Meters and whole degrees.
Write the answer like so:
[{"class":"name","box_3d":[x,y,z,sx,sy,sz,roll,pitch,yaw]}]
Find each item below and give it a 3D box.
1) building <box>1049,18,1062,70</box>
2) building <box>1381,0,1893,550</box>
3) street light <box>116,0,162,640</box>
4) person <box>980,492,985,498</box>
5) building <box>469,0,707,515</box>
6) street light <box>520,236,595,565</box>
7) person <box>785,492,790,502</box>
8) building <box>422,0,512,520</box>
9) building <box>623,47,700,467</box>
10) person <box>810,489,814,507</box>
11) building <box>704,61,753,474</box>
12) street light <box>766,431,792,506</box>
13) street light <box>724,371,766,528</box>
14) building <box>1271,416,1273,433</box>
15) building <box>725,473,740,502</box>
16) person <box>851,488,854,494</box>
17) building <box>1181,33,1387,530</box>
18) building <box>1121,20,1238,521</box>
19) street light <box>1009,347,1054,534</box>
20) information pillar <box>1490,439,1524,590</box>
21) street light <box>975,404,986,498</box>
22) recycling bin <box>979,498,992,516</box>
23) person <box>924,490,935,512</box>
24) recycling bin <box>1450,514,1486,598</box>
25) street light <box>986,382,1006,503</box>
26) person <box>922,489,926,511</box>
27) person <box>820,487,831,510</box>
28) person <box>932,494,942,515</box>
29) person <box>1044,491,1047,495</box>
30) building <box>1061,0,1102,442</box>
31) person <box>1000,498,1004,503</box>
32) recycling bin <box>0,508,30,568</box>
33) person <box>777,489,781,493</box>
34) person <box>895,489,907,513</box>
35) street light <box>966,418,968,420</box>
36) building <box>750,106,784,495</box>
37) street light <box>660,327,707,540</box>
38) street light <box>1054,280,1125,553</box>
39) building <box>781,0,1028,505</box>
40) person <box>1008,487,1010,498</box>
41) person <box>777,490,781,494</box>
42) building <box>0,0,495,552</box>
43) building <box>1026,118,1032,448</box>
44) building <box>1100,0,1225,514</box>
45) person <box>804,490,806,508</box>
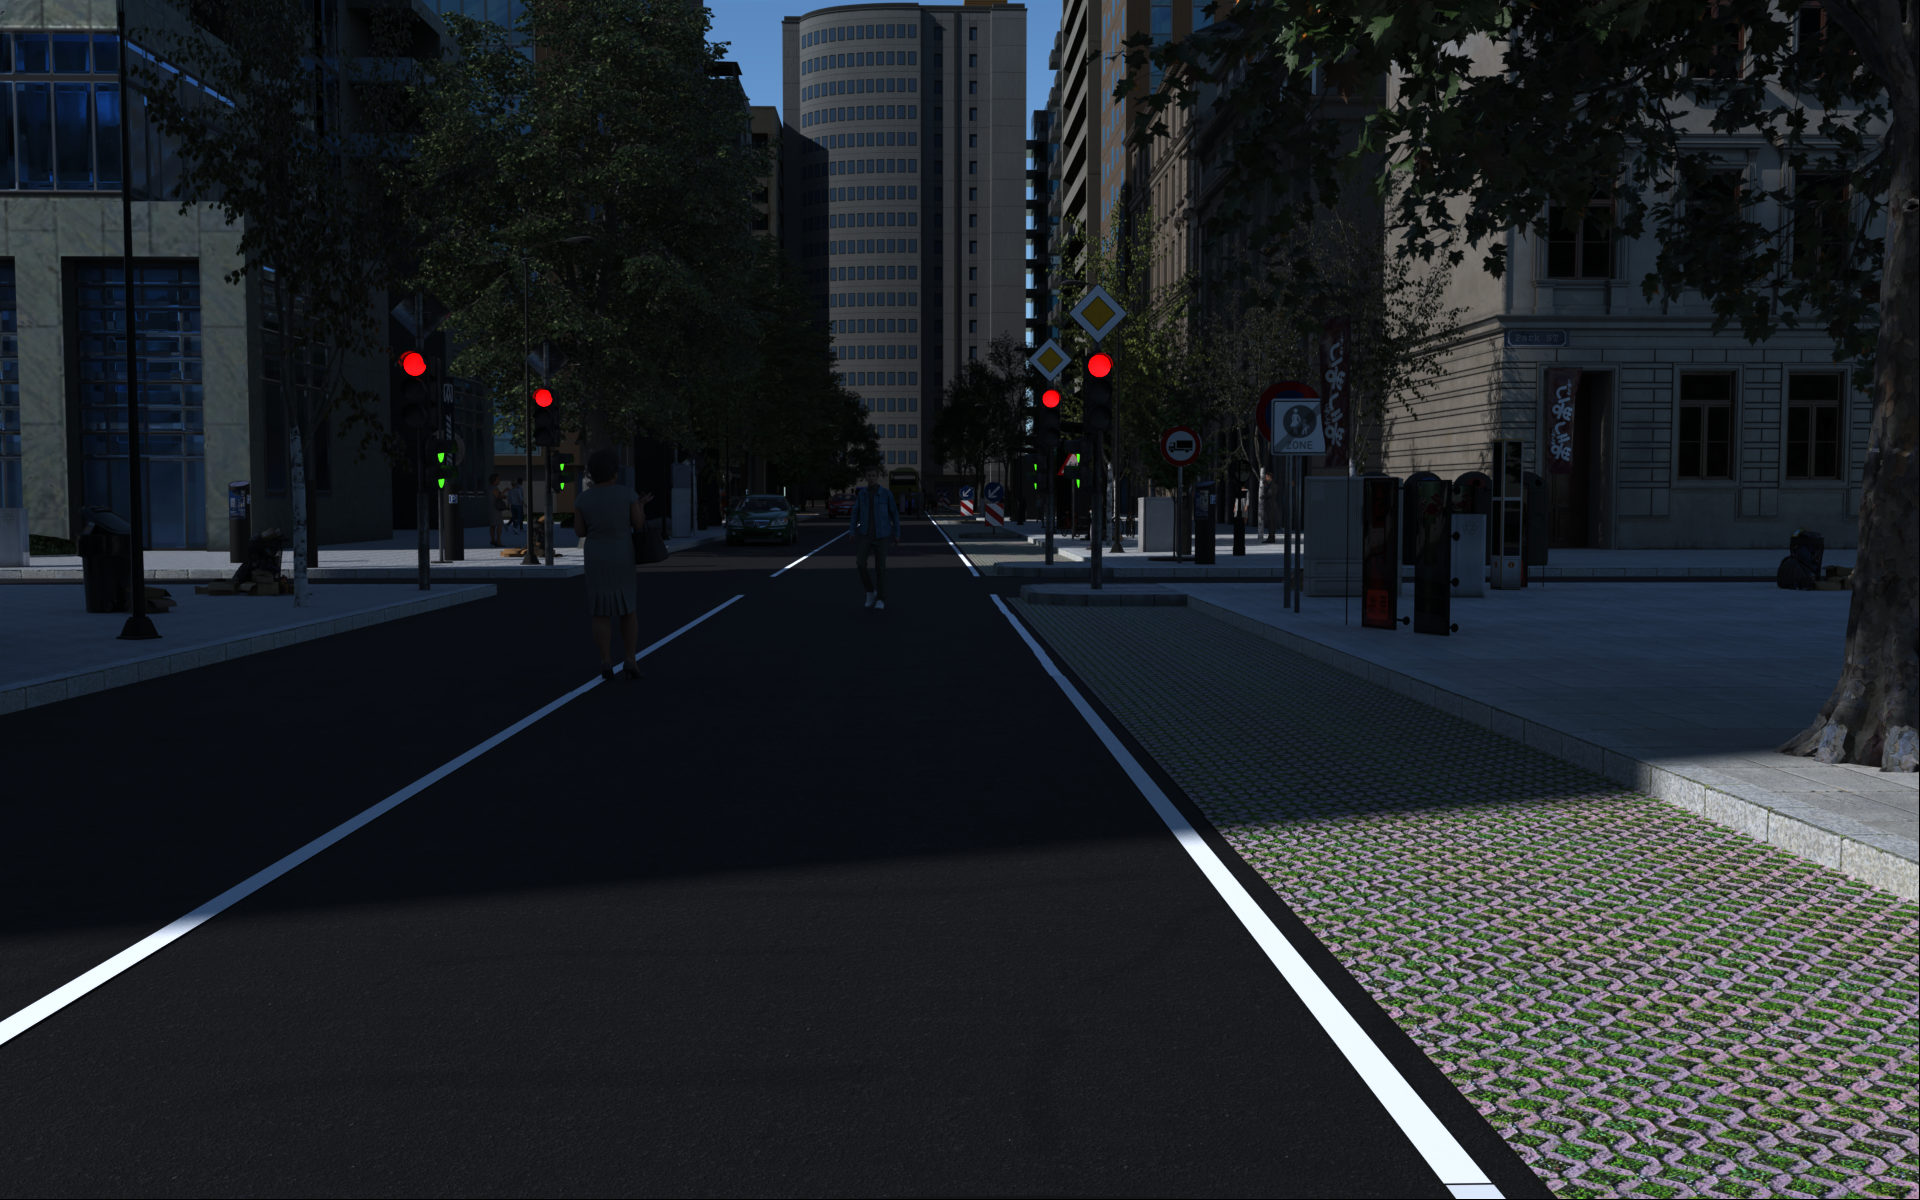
[{"class":"building","box_3d":[19.825,-33.007,159.266,23.786,49.044,30.456,0,4,-2]},{"class":"building","box_3d":[22.020,-12.731,44.309,21.152,22.565,11.583,0,4,-2]},{"class":"street light","box_3d":[-6.748,-2.610,15.213,1.470,5.913,1.316,0,4,-2]},{"class":"person","box_3d":[1.988,-9.039,154.375,0.434,1.755,0.990,0,4,-5]},{"class":"building","box_3d":[-26.453,-29.165,126.966,14.600,45.320,14.200,0,4,-2]},{"class":"street light","box_3d":[-7.273,-3.598,31.362,1.470,5.913,1.316,0,4,-2]},{"class":"person","box_3d":[-12.858,-7.277,128.289,0.557,1.426,1.065,2,4,29]},{"class":"building","box_3d":[-25.746,-26.941,90.597,14.600,45.320,14.200,0,4,-2]},{"class":"building","box_3d":[-24.805,-20.852,112.633,14.160,30.474,14.107,0,4,-2]},{"class":"person","box_3d":[-14.222,-9.823,166.779,0.705,1.807,1.348,-1,4,-14]},{"class":"building","box_3d":[-27.201,-29.534,166.467,14.086,41.232,14.154,0,4,-2]},{"class":"street light","box_3d":[-8.673,-6.695,82.000,1.470,5.913,1.316,0,4,-2]},{"class":"street light","box_3d":[-8.173,-5.647,64.875,1.470,5.913,1.316,0,4,-2]},{"class":"building","box_3d":[45.920,-26.555,205.877,14.107,30.474,14.160,0,4,-2]},{"class":"building","box_3d":[-35.169,-27.807,146.518,32.217,40.220,23.993,0,4,-2]},{"class":"person","box_3d":[-7.414,-6.838,120.270,0.705,1.831,1.348,0,4,7]},{"class":"building","box_3d":[17.192,-13.870,68.572,13.314,21.916,24.055,0,4,-2]},{"class":"building","box_3d":[16.313,-18.092,93.064,12.463,27.353,25.104,0,4,-2]},{"class":"street light","box_3d":[2.405,-5.043,54.987,1.470,5.913,1.316,0,4,-2]},{"class":"information pillar","box_3d":[7.334,-1.146,23.229,0.304,2.012,0.304,-1,4,-10]},{"class":"street light","box_3d":[1.474,-7.149,89.429,1.470,5.913,1.316,0,4,-2]},{"class":"recycling bin","box_3d":[1.479,-5.315,99.449,0.722,1.027,0.722,0,4,2]},{"class":"person","box_3d":[-2.392,-7.996,139.788,0.990,1.755,0.434,-1,4,-8]},{"class":"recycling bin","box_3d":[6.198,-0.566,21.800,0.722,1.027,0.722,1,4,9]},{"class":"street light","box_3d":[1.959,-6.060,71.618,1.470,5.913,1.316,0,4,-2]},{"class":"person","box_3d":[-3.105,-8.565,148.172,0.705,1.869,1.348,1,4,17]},{"class":"person","box_3d":[-11.057,-8.430,143.501,0.705,1.869,1.348,3,4,37]},{"class":"person","box_3d":[-1.560,-6.488,117.819,0.697,1.427,0.421,2,4,27]},{"class":"person","box_3d":[5.406,-6.677,115.154,1.348,1.831,0.705,0,4,5]},{"class":"building","box_3d":[19.352,-31.156,133.105,21.300,48.544,21.600,0,4,-2]},{"class":"person","box_3d":[3.392,-8.149,139.799,1.217,1.766,0.721,2,4,34]},{"class":"recycling bin","box_3d":[-16.841,-1.096,30.472,0.722,1.027,0.722,-1,4,-19]},{"class":"person","box_3d":[-16.152,-9.014,153.862,0.568,1.767,0.683,-2,4,-27]},{"class":"person","box_3d":[-4.370,-7.667,133.936,1.350,1.814,0.705,-1,4,-16]},{"class":"street light","box_3d":[0.901,-8.182,106.315,1.470,5.913,1.316,0,4,-2]},{"class":"building","box_3d":[-31.650,-35.685,207.150,21.600,48.544,21.300,0,4,-2]},{"class":"street light","box_3d":[-7.685,-4.615,47.994,1.470,5.913,1.316,0,4,-2]},{"class":"street light","box_3d":[2.903,-3.989,37.758,1.470,5.913,1.316,0,4,-2]},{"class":"building","box_3d":[-6.754,-40.708,207.567,28.212,58.520,21.231,0,4,-2]},{"class":"person","box_3d":[3.263,-6.867,118.459,1.348,1.807,0.705,1,4,20]},{"class":"person","box_3d":[-13.690,-7.568,131.253,0.415,1.643,0.593,0,4,-1]},{"class":"building","box_3d":[-27.352,-45.163,51.085,22.319,86.520,31.000,0,4,-2]},{"class":"building","box_3d":[22.521,-36.131,210.348,30.456,49.044,23.786,0,4,-2]},{"class":"building","box_3d":[17.011,-28.436,115.033,14.600,45.320,14.200,0,4,-2]},{"class":"person","box_3d":[-14.393,-9.336,159.598,0.541,1.710,0.530,-2,4,-24]}]
